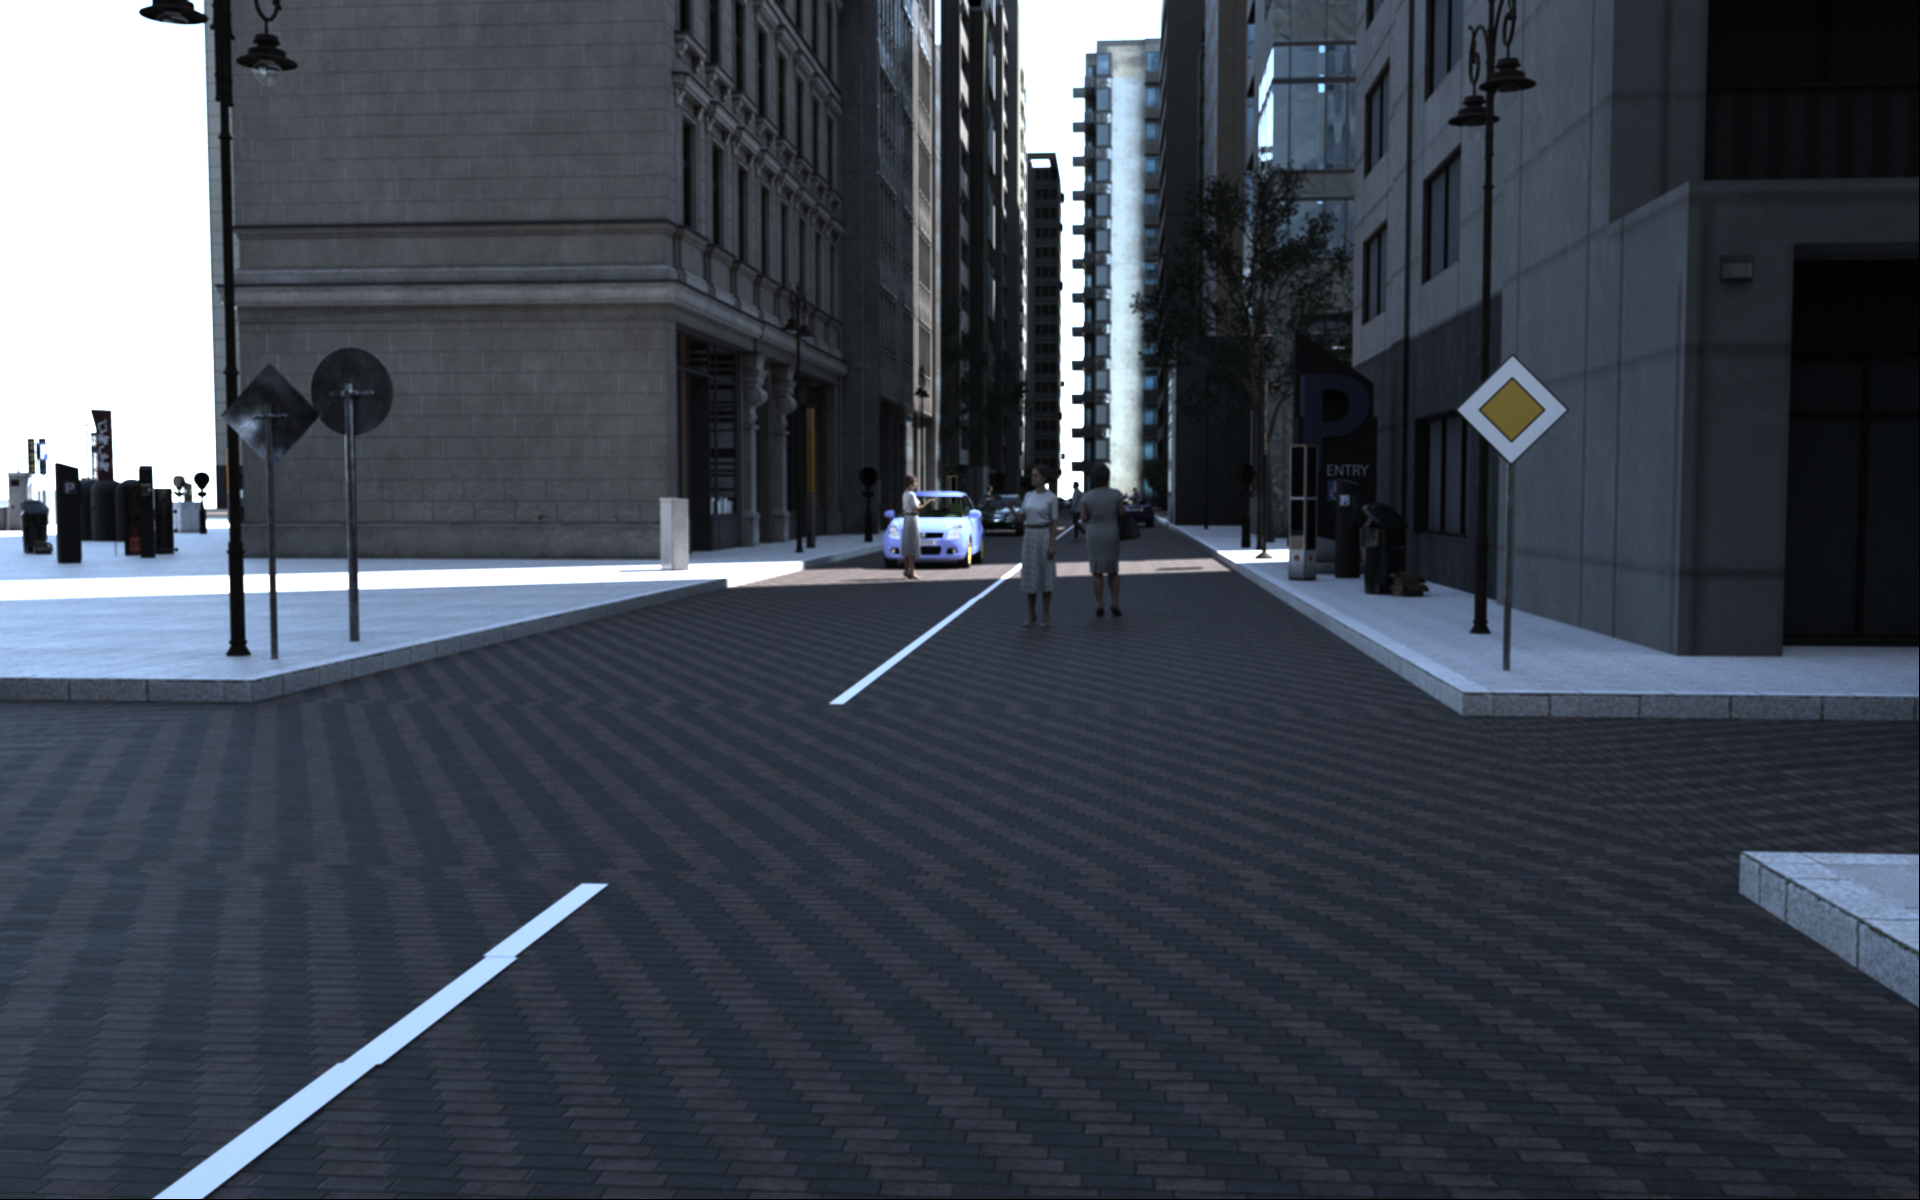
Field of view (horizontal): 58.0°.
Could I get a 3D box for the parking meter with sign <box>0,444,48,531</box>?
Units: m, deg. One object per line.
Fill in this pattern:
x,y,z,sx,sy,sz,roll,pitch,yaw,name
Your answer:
-32.737,-3.920,60.346,1.738,3.016,0.543,0,4,1,parking meter with sign

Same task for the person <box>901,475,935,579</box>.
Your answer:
-0.738,-1.229,29.161,0.524,1.755,0.480,-2,4,-27,person

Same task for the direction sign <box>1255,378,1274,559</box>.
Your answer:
6.043,-2.587,34.302,0.379,3.537,0.876,1,4,14,direction sign

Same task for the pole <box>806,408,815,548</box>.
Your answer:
-3.549,-2.893,41.143,0.158,3.312,0.155,0,3,0,pole

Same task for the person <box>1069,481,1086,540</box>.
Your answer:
3.716,-2.783,53.842,0.795,1.843,0.661,2,4,34,person

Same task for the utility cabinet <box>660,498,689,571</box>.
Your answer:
-4.821,-1.108,29.276,0.306,1.237,1.020,-1,4,-21,utility cabinet

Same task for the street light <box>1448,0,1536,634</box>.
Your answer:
4.800,-2.631,15.803,0.468,5.910,1.993,0,4,5,street light

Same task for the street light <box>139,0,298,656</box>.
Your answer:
-5.747,-2.497,13.616,0.468,5.910,1.993,0,4,5,street light

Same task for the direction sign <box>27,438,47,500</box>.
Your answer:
-37.393,-4.785,70.231,0.876,3.537,0.379,1,4,12,direction sign

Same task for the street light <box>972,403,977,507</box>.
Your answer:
0.777,-6.913,85.823,0.468,5.910,1.993,0,4,5,street light

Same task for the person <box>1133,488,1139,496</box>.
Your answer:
9.400,-5.197,93.916,0.568,1.767,0.683,1,4,20,person

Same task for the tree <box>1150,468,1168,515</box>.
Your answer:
12.982,-6.801,105.791,1.663,3.219,1.824,0,3,0,tree

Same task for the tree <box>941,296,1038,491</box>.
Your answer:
-0.585,-8.839,78.922,8.767,10.594,7.601,0,4,5,tree

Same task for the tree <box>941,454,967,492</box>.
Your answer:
-0.471,-5.483,84.255,1.663,3.219,1.824,0,3,0,tree

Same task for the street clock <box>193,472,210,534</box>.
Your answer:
-24.564,-3.155,56.153,0.471,2.002,0.358,-2,4,-34,street clock

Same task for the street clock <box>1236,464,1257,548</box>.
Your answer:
6.854,-2.256,41.453,0.471,2.002,0.358,1,4,21,street clock

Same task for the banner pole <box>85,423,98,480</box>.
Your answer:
-30.917,-4.387,61.738,0.401,3.779,0.863,1,4,11,banner pole

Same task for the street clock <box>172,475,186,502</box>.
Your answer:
-30.041,-3.798,66.669,0.471,2.002,0.358,2,4,28,street clock

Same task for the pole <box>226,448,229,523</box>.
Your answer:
-32.297,-5.058,76.546,0.158,3.312,0.155,0,3,0,pole

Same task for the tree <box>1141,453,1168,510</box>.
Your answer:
15.956,-9.398,137.363,4.285,4.588,4.351,0,3,0,tree

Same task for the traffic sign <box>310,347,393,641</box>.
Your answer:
-5.287,-0.914,15.044,0.768,2.556,0.104,1,4,9,traffic sign

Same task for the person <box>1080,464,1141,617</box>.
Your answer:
1.769,-0.705,20.390,0.716,1.782,0.532,0,4,4,person

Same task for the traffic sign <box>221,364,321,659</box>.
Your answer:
-5.328,-0.597,13.407,0.795,2.450,0.064,0,4,5,traffic sign

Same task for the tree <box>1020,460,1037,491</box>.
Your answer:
6.903,-11.116,165.464,4.285,4.588,4.351,0,3,0,tree

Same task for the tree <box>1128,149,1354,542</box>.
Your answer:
8.372,-6.834,46.154,8.767,10.594,7.601,1,4,17,tree

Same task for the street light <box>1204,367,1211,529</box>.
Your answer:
9.019,-5.537,63.318,0.468,5.910,1.993,0,4,5,street light

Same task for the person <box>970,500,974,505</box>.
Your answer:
0.237,-2.270,50.299,0.352,1.250,0.332,1,4,13,person

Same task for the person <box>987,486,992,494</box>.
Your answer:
1.258,-3.625,68.343,0.524,1.755,0.480,0,4,-3,person

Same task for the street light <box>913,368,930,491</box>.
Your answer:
-1.365,-5.476,62.323,0.468,5.910,1.993,0,4,5,street light

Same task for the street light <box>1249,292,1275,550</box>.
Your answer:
6.916,-4.100,39.815,0.468,5.910,1.993,0,4,5,street light

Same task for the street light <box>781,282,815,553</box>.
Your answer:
-3.531,-3.984,37.918,0.468,5.910,1.993,0,4,5,street light

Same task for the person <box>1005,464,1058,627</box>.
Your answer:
0.790,-0.586,18.658,0.480,1.755,0.524,2,4,30,person

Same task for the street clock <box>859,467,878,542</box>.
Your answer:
-2.453,-2.560,46.432,0.471,2.002,0.358,-1,4,-11,street clock

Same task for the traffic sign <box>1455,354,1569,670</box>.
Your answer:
3.977,-0.545,12.552,0.795,2.450,0.064,0,4,5,traffic sign

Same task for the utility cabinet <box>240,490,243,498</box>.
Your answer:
-36.927,-4.972,89.976,1.173,1.500,0.318,1,4,10,utility cabinet
